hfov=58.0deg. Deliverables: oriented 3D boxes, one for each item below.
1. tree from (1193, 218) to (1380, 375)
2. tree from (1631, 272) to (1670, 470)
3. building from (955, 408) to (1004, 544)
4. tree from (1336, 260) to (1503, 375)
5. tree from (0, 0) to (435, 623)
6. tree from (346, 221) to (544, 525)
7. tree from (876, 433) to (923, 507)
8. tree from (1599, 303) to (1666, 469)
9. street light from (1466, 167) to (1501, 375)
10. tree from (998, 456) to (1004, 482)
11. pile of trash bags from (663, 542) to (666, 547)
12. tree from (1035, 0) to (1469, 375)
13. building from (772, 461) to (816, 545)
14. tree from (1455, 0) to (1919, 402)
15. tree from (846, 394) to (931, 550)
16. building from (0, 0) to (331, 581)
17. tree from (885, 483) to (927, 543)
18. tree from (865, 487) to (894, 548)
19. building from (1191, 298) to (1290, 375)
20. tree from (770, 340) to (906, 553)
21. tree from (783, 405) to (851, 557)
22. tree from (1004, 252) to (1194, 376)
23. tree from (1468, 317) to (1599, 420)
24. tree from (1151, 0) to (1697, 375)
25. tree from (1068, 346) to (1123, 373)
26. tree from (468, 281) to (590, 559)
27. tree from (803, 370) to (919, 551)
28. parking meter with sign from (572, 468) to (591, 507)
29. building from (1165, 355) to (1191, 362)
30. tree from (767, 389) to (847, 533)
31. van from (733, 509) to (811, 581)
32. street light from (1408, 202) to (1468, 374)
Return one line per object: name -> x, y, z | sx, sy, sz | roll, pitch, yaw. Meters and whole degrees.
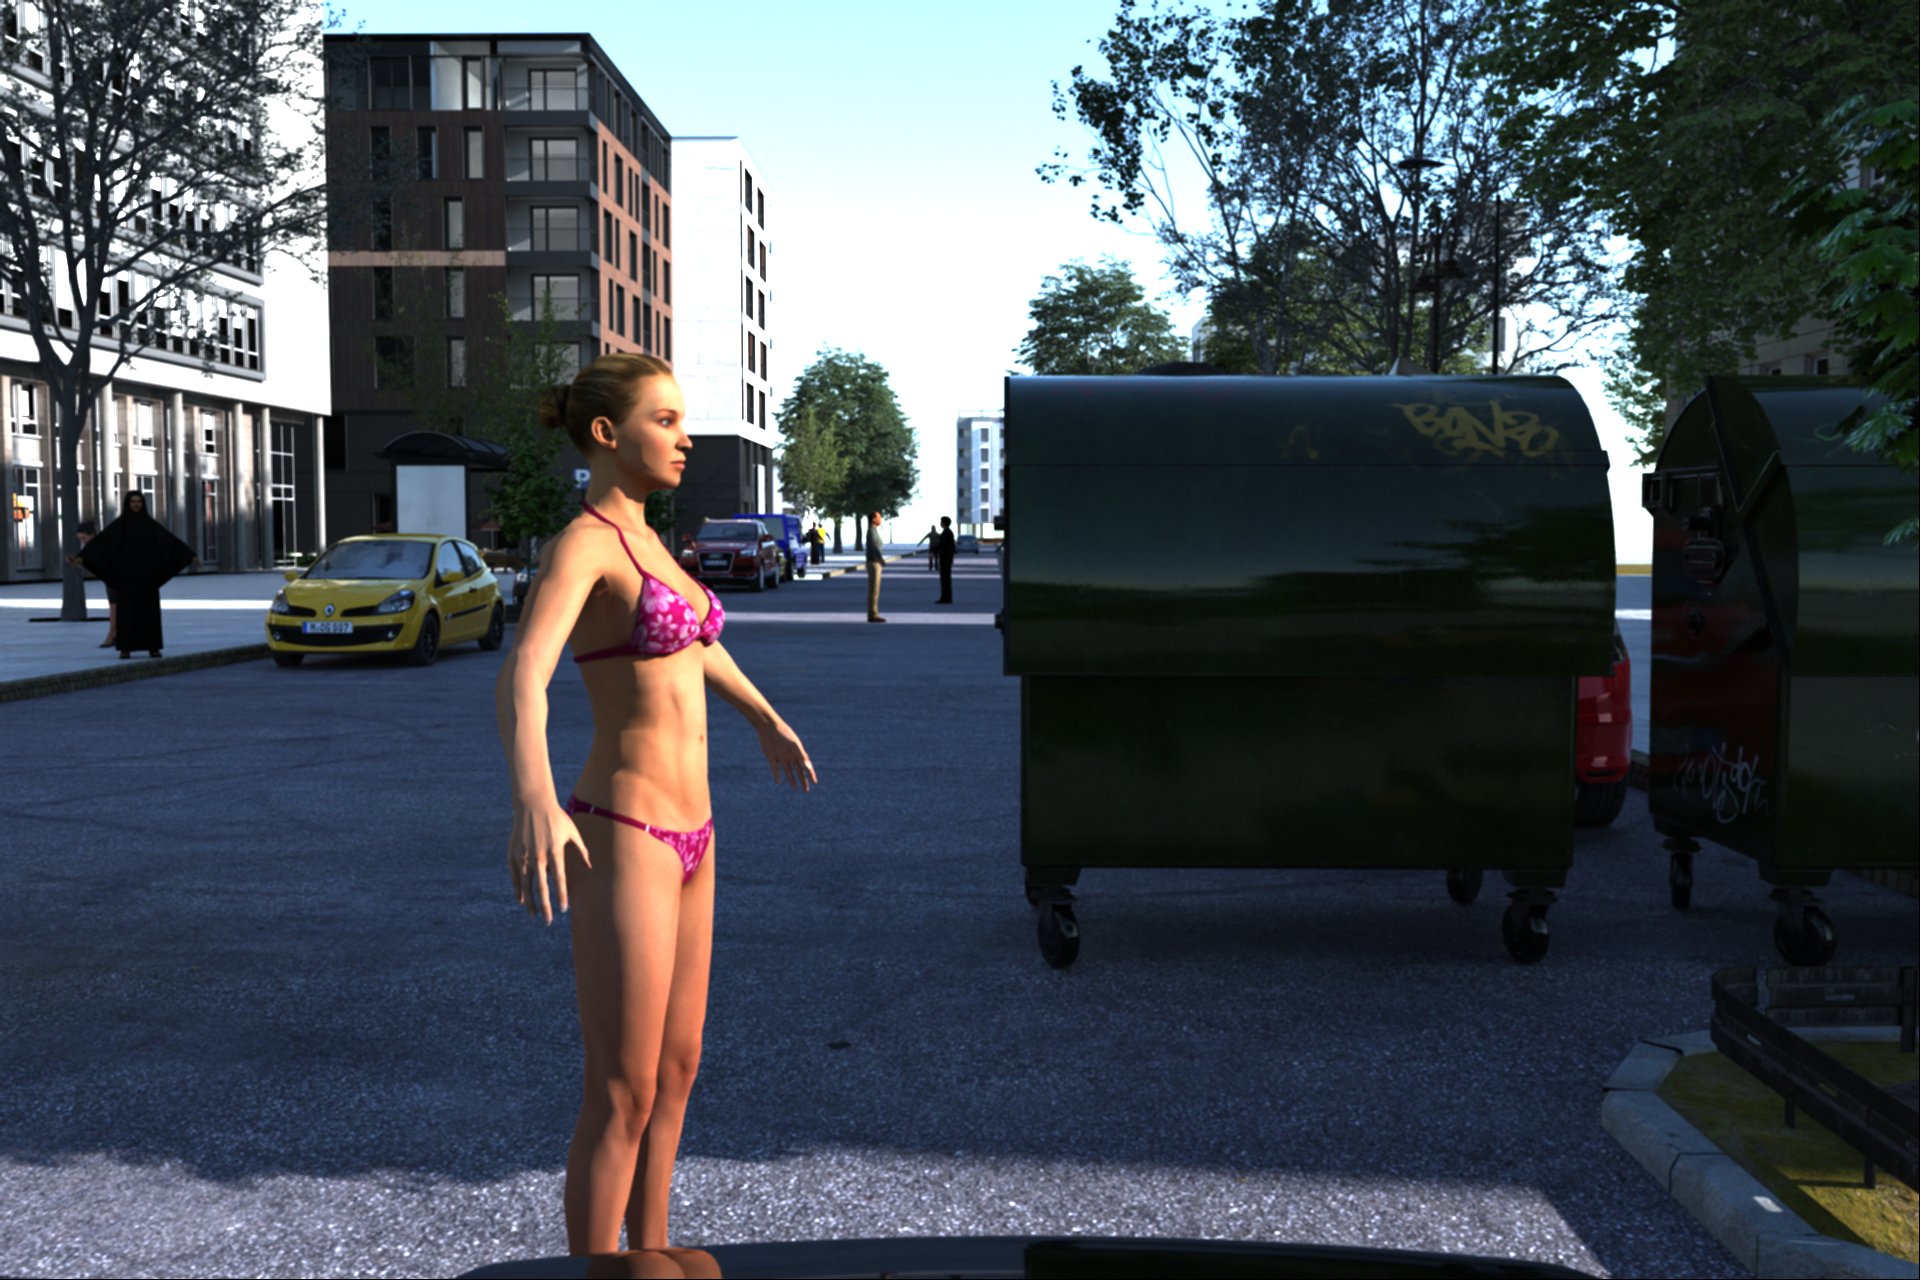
tree -> 11.669, -8.860, 62.990 | 7.486, 12.596, 7.792 | 0, 3, 0
tree -> 26.305, -8.610, 58.898 | 7.486, 12.596, 7.792 | 0, 3, 0
building -> -0.177, -23.920, 249.971 | 11.380, 20.090, 16.016 | -1, 4, -9
tree -> 18.907, -9.438, 72.438 | 7.486, 12.596, 7.792 | 0, 3, 0
tree -> -13.109, -7.026, 25.253 | 12.009, 13.543, 11.850 | 0, 3, 0
tree -> -12.943, -5.589, 41.742 | 4.360, 8.622, 3.978 | 0, 3, 0
tree -> -7.400, -13.861, 152.378 | 9.928, 11.665, 9.643 | 0, 3, 0
tree -> 29.003, -8.728, 68.461 | 9.928, 11.665, 9.643 | 0, 3, 0
street light -> 7.191, -2.996, 21.533 | 1.470, 5.913, 1.316 | 0, 4, 1
tree -> 8.553, -15.327, 160.963 | 12.009, 13.543, 11.850 | 0, 3, 0
pile of trash bags -> -9.892, -2.628, 52.713 | 1.912, 1.369, 3.447 | 0, 4, 1
tree -> 8.535, -11.836, 49.401 | 12.611, 20.169, 13.585 | 0, 3, 0
building -> -22.171, -16.576, 213.159 | 9.099, 9.664, 28.070 | 0, 3, 0
tree -> 7.847, -5.919, 14.900 | 7.486, 12.596, 7.792 | 0, 3, 0
tree -> -7.437, -14.135, 141.482 | 12.009, 13.543, 11.850 | 0, 3, 0
building -> -32.035, -14.295, 41.326 | 19.016, 26.051, 41.698 | 0, 4, 1
tree -> -9.960, -20.544, 246.261 | 12.009, 13.543, 11.850 | 0, 3, 0
tree -> -7.095, -12.823, 160.011 | 4.360, 8.622, 3.978 | 0, 3, 0
building -> 27.836, -16.298, 132.937 | 16.747, 18.905, 31.486 | 0, 4, 1
tree -> -8.098, -12.774, 115.515 | 9.857, 13.997, 8.962 | 0, 3, 0
tree -> -7.959, -9.063, 98.548 | 4.737, 8.622, 4.395 | 0, 3, 0
tree -> 6.857, -10.512, 78.532 | 9.857, 13.997, 8.962 | 0, 3, 0
tree -> 18.729, -6.625, 58.686 | 4.360, 8.622, 3.978 | 0, 3, 0
tree -> 8.910, -7.559, 33.956 | 12.009, 13.543, 11.850 | 0, 3, 0
tree -> 7.572, -10.439, 96.434 | 9.928, 11.665, 9.643 | 0, 3, 0
tree -> -12.589, -6.155, 50.994 | 4.737, 8.622, 4.395 | 0, 3, 0
tree -> -7.685, -13.640, 129.674 | 9.857, 13.997, 8.962 | 0, 3, 0
parking meter with sign -> -9.977, -3.089, 46.771 | 0.543, 3.016, 1.738 | 0, 4, 1
building -> 28.565, -19.167, 179.837 | 16.747, 18.905, 31.486 | 0, 4, 2
tree -> -8.245, -8.455, 88.606 | 4.360, 8.622, 3.978 | 0, 3, 0
van -> -6.004, -3.078, 54.716 | 2.240, 2.365, 5.245 | 0, 4, 1
street light -> 6.732, -3.167, 24.561 | 0.468, 5.910, 1.993 | 0, 4, 1
